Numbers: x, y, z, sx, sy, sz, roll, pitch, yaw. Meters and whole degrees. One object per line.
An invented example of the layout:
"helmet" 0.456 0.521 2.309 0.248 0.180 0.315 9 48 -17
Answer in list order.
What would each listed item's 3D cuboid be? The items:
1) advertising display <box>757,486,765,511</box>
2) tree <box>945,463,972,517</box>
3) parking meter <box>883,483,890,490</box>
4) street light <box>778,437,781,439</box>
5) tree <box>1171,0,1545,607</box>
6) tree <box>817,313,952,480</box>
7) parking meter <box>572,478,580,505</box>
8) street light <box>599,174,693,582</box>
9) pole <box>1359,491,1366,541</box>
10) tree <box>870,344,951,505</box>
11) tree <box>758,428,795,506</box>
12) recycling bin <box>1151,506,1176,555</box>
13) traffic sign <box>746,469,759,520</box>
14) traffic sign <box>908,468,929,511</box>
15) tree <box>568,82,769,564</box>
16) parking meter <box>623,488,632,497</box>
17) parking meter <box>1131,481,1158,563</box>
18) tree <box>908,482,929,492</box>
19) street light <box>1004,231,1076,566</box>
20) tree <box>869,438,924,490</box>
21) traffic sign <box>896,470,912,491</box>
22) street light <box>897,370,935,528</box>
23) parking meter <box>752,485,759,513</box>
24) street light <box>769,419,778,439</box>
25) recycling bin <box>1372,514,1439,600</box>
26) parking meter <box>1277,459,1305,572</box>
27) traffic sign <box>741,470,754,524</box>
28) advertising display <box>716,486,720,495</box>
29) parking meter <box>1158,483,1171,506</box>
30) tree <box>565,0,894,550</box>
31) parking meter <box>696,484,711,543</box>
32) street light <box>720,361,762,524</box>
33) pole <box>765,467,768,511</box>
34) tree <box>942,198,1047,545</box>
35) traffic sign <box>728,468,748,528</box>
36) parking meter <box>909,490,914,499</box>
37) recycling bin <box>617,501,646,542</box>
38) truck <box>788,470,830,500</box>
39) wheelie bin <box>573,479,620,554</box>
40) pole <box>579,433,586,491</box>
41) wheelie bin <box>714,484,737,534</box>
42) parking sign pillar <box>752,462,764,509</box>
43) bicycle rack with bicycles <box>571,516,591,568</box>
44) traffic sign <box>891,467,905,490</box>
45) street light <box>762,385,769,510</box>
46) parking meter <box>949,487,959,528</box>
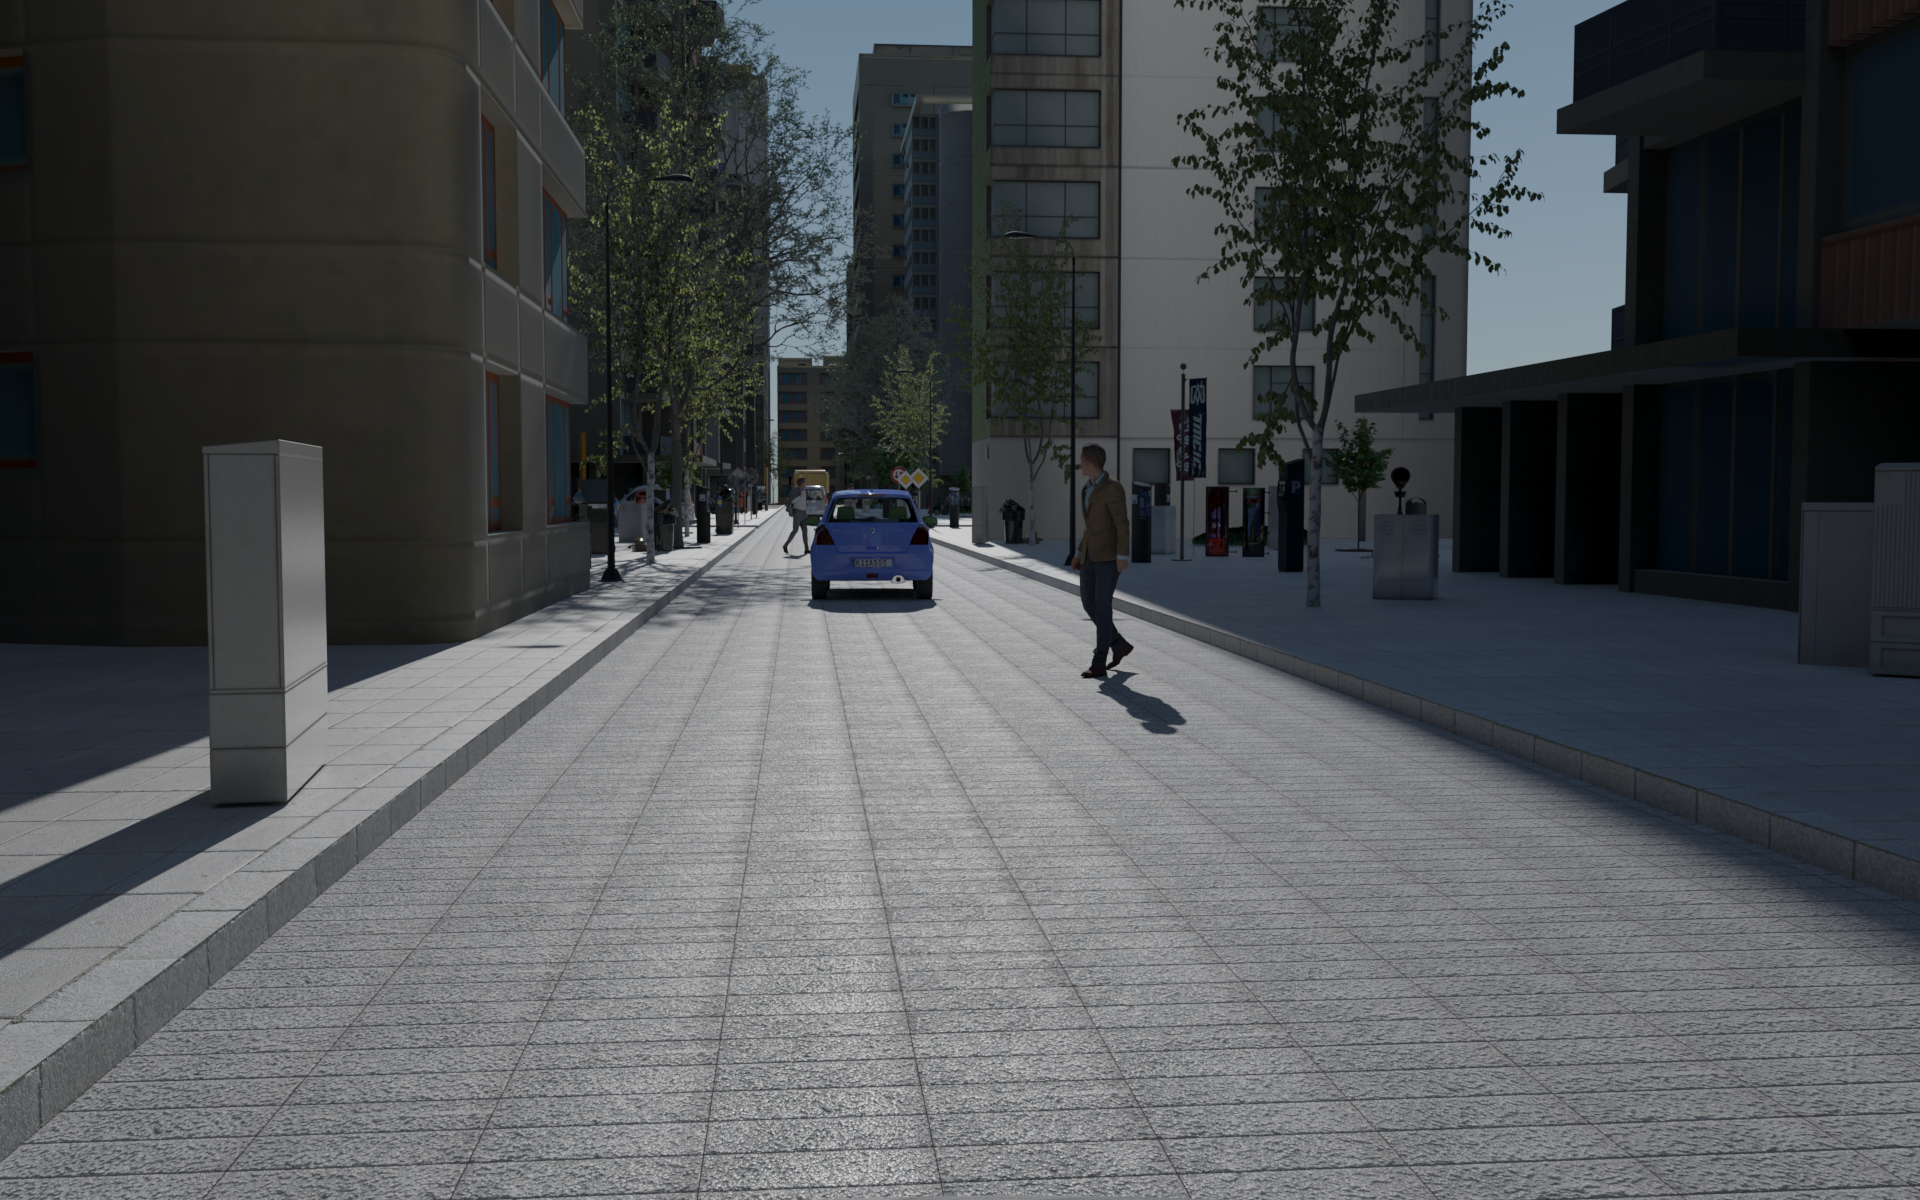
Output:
"advertising display" -15.577 -7.929 134.854 0.974 1.923 0.123 -2 4 -32
"tree" 0.243 -6.339 98.242 1.663 3.219 1.824 0 3 0
"parking meter" -3.917 -5.240 91.379 0.399 1.863 0.255 0 4 -6
"street light" -15.360 -10.366 142.027 1.470 5.913 1.316 0 4 -5
"tree" 4.223 -4.241 19.697 4.737 8.622 4.395 0 3 0
"tree" -5.123 -13.037 119.811 9.857 13.997 8.962 0 3 0
"parking meter" -13.624 -3.435 61.878 0.255 1.863 0.399 2 4 32
"street light" -4.577 -3.226 25.283 1.470 5.913 1.316 0 4 -5
"pole" 10.893 -3.242 46.847 0.158 3.312 0.155 0 3 0
"tree" -2.246 -8.183 84.147 4.360 8.622 3.978 0 3 0
"tree" -20.667 -14.829 192.819 4.737 8.622 4.395 0 3 0
"recycling bin" 4.176 -1.500 37.079 0.722 1.027 0.722 2 4 27
"traffic sign" -10.415 -5.274 86.333 0.768 2.556 0.104 0 4 2
"traffic sign" -1.574 -3.797 65.723 0.795 2.450 0.064 0 4 -5
"tree" -5.652 -4.986 31.883 4.360 8.622 3.978 0 3 0
"parking meter" -14.184 -4.008 73.942 0.372 1.533 0.369 0 3 0
"parking meter" 3.389 -1.463 32.339 0.372 1.533 0.369 0 3 0
"tree" -3.680 -9.292 146.531 1.663 3.219 1.824 0 3 0
"street light" 1.479 -3.566 30.850 1.470 5.913 1.316 0 4 -5
"tree" -3.478 -6.885 96.278 4.285 4.588 4.351 0 3 0
"traffic sign" -2.309 -4.283 73.674 0.795 2.450 0.064 0 4 -5
"street light" -1.641 -5.654 64.984 1.470 5.913 1.316 0 4 -5
"parking meter" -13.566 -6.668 114.728 0.399 1.863 0.255 0 4 8
"street light" -12.186 -8.243 107.317 1.470 5.913 1.316 0 4 -5
"recycling bin" 5.487 -0.535 21.304 0.722 1.027 0.722 1 4 20
"parking meter" 5.445 -1.395 28.521 0.399 1.863 0.255 -1 4 -22
"traffic sign" -9.076 -4.246 73.072 0.795 2.450 0.064 0 4 -5
"advertising display" -20.091 -8.573 145.375 0.974 1.923 0.123 3 4 36
"parking meter" 4.649 -1.921 39.815 0.372 1.533 0.369 0 3 0
"tree" -6.579 -7.934 40.091 12.009 13.543 11.850 0 3 0
"parking meter" -6.738 -2.268 45.490 0.372 1.533 0.369 0 3 0
"street light" -7.717 -5.348 59.978 1.470 5.913 1.316 0 4 -5
"pole" -14.705 -8.432 131.703 0.158 3.312 0.155 0 3 0
"tree" 1.728 -5.662 42.944 4.737 8.622 4.395 0 3 0
"traffic sign" -8.341 -3.760 65.120 0.795 2.450 0.064 0 4 -5
"parking meter" -3.115 -6.412 113.242 0.372 1.533 0.369 0 3 0
"recycling bin" -8.787 -2.103 46.940 0.722 1.027 0.722 1 4 15
"truck" -12.044 -8.802 139.836 3.469 3.379 9.791 0 4 -7
"wheelie bin" -7.805 -1.783 37.065 0.980 1.594 0.693 -2 4 -30
"pole" -12.551 -3.901 57.626 0.158 3.312 0.155 0 3 0
"wheelie bin" -7.543 -2.920 55.652 0.693 1.594 0.980 0 4 -2
"parking sign pillar" -17.082 -9.552 144.648 1.447 3.967 1.447 0 4 4
"bicycle rack with bicycles" -7.319 -0.940 28.759 2.852 0.926 2.925 0 4 -3
"traffic sign" -2.854 -4.937 80.818 0.768 2.556 0.104 0 4 0
"street light" -8.957 -6.160 73.257 1.470 5.913 1.316 0 4 -5
"parking meter" -0.217 -3.530 66.119 0.372 1.533 0.369 0 3 0
